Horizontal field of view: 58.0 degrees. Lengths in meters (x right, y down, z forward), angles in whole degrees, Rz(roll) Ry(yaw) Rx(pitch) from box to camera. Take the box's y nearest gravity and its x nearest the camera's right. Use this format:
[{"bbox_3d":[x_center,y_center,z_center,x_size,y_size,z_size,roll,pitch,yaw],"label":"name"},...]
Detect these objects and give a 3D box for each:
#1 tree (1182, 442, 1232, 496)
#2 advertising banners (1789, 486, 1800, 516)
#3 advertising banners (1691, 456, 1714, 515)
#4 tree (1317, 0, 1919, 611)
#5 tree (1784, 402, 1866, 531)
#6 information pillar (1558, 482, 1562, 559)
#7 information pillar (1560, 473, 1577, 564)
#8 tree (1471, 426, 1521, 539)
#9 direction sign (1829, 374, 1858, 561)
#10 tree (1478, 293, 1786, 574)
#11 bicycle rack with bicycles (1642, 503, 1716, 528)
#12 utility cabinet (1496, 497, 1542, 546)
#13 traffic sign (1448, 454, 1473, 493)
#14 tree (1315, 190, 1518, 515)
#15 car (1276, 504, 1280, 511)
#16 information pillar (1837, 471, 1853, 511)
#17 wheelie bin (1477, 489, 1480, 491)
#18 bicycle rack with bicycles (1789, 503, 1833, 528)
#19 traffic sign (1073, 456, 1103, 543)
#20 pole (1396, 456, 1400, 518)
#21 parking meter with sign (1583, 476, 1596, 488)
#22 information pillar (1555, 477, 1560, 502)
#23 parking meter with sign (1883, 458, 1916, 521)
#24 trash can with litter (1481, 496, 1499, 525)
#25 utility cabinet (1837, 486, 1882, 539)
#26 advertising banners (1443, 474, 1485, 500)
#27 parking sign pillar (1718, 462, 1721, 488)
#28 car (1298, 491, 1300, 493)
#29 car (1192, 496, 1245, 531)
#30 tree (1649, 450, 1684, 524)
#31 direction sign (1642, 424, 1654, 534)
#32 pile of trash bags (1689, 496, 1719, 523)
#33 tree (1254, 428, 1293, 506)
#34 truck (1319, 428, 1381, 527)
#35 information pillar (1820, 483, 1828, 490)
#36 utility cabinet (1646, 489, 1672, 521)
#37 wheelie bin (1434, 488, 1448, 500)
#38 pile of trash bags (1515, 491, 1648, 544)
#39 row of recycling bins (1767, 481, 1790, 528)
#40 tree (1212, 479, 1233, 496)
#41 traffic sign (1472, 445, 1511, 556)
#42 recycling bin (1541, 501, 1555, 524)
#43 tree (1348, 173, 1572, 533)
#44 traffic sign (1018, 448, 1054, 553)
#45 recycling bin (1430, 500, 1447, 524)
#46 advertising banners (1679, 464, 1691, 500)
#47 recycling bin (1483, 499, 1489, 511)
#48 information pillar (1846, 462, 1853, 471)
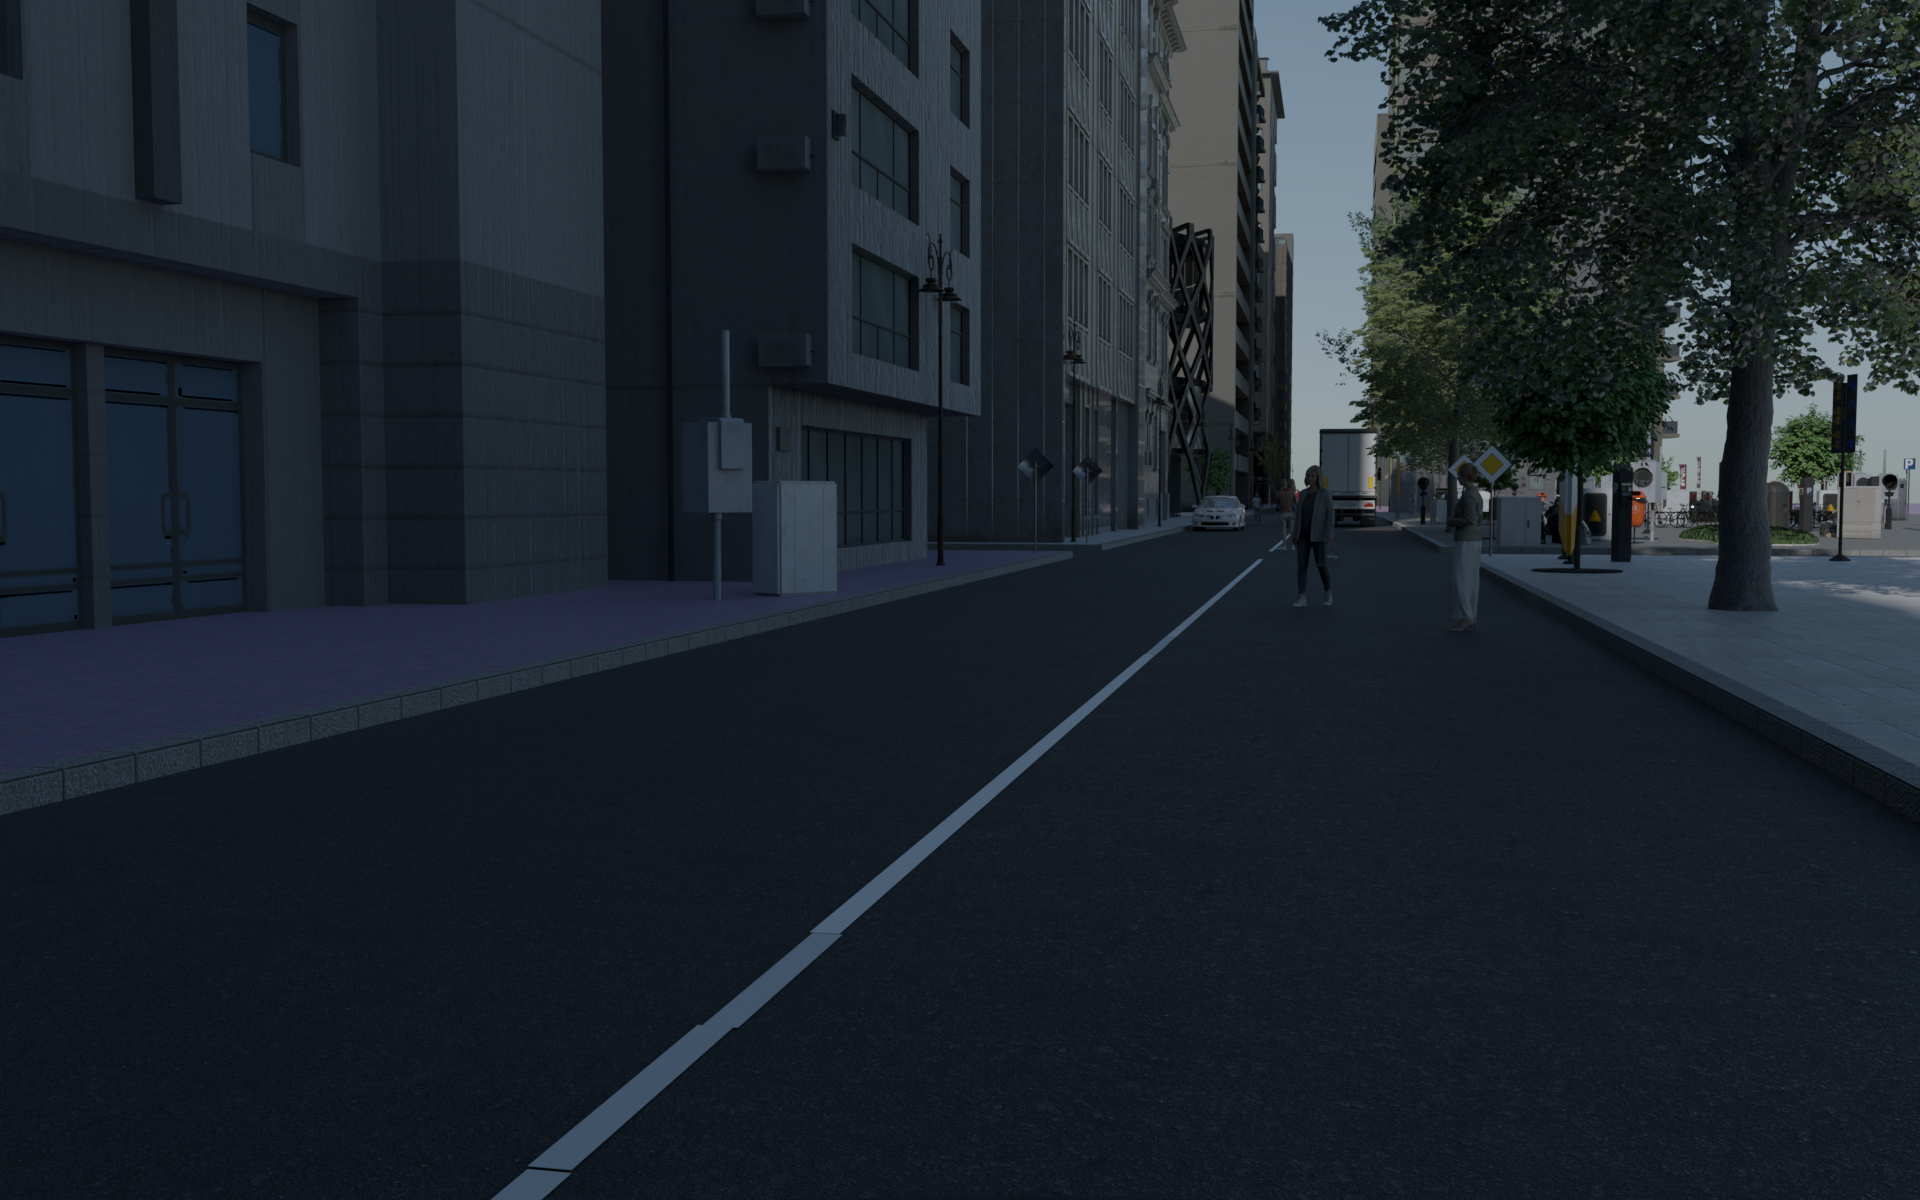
[{"bbox_3d":[15.384,-7.557,107.266,4.285,4.588,4.351,0,3,0],"label":"tree"},{"bbox_3d":[40.496,-5.416,84.732,0.090,3.025,2.074,-2,4,-32],"label":"advertising banners"},{"bbox_3d":[34.980,-5.210,81.372,0.090,3.025,2.074,3,5,45],"label":"advertising banners"},{"bbox_3d":[8.813,-6.866,18.914,9.857,13.997,8.962,0,3,0],"label":"tree"},{"bbox_3d":[29.956,-4.735,61.131,4.285,4.588,4.351,0,3,0],"label":"tree"},{"bbox_3d":[11.880,-2.608,33.990,0.183,3.616,0.504,0,4,6],"label":"information pillar"},{"bbox_3d":[11.261,-2.468,31.712,0.183,3.616,0.504,3,5,40],"label":"information pillar"},{"bbox_3d":[15.112,-3.350,49.371,1.663,3.219,1.824,0,3,0],"label":"tree"},{"bbox_3d":[16.854,-2.512,33.072,0.379,3.537,0.876,0,4,1],"label":"direction sign"},{"bbox_3d":[10.130,-2.738,28.479,4.285,4.588,4.351,0,3,0],"label":"tree"},{"bbox_3d":[27.488,-3.217,65.981,2.852,0.926,2.925,-2,4,-27],"label":"bicycle rack with bicycles"},{"bbox_3d":[13.806,-1.934,42.787,1.020,1.237,0.306,0,4,0],"label":"utility cabinet"},{"bbox_3d":[12.611,-2.431,43.386,0.795,2.450,0.064,1,4,12],"label":"traffic sign"},{"bbox_3d":[28.013,-15.216,104.677,12.611,20.169,13.585,0,3,0],"label":"tree"},{"bbox_3d":[28.037,-8.492,148.436,1.945,1.707,3.694,1,4,14],"label":"car"},{"bbox_3d":[28.442,-3.131,55.685,0.304,2.012,0.304,-1,4,-15],"label":"information pillar"},{"bbox_3d":[33.972,-6.521,114.521,0.980,1.594,0.693,0,4,6],"label":"wheelie bin"},{"bbox_3d":[35.135,-3.601,72.263,2.852,0.926,2.925,1,4,22],"label":"bicycle rack with bicycles"},{"bbox_3d":[3.338,-2.555,45.420,0.795,2.450,0.064,1,4,12],"label":"traffic sign"},{"bbox_3d":[23.350,-6.024,92.343,0.158,3.312,0.155,0,3,0],"label":"pole"},{"bbox_3d":[27.187,-4.825,75.153,1.738,3.016,0.543,2,4,31],"label":"parking meter with sign"},{"bbox_3d":[25.735,-4.269,74.290,0.304,2.012,0.304,3,5,44],"label":"information pillar"},{"bbox_3d":[45.535,-5.369,84.048,1.738,3.016,0.543,-2,4,-29],"label":"parking meter with sign"},{"bbox_3d":[21.777,-3.716,71.822,2.233,1.210,1.678,1,4,12],"label":"trash can with litter"},{"bbox_3d":[25.756,-2.504,49.619,0.318,1.500,1.173,-2,4,-26],"label":"utility cabinet"},{"bbox_3d":[22.182,-4.872,75.848,2.074,3.025,0.090,0,4,-2],"label":"advertising banners"},{"bbox_3d":[44.838,-6.865,100.709,1.447,3.967,1.447,-3,5,-41],"label":"parking sign pillar"},{"bbox_3d":[40.305,-11.852,202.447,2.281,1.827,5.304,1,4,11],"label":"car"},{"bbox_3d":[10.290,-3.445,68.693,2.083,1.381,4.827,1,4,13],"label":"car"},{"bbox_3d":[30.650,-4.972,75.893,1.663,3.219,1.824,0,3,0],"label":"tree"},{"bbox_3d":[22.312,-3.919,56.079,0.379,3.537,0.876,1,4,8],"label":"direction sign"},{"bbox_3d":[37.960,-4.705,86.672,3.447,1.369,1.912,2,4,23],"label":"pile of trash bags"},{"bbox_3d":[34.933,-14.894,193.879,4.737,8.622,4.395,0,3,0],"label":"tree"},{"bbox_3d":[17.881,-5.536,79.431,2.839,4.237,11.283,1,4,13],"label":"truck"},{"bbox_3d":[55.486,-6.531,111.274,0.304,2.012,0.304,-2,4,-28],"label":"information pillar"},{"bbox_3d":[33.126,-4.489,82.080,0.318,1.500,1.173,-2,4,-32],"label":"utility cabinet"},{"bbox_3d":[24.950,-4.998,89.627,0.980,1.594,0.693,2,4,34],"label":"wheelie bin"},{"bbox_3d":[15.961,-2.147,44.859,3.447,1.369,1.912,2,4,24],"label":"pile of trash bags"},{"bbox_3d":[26.310,-3.057,57.099,1.069,1.692,3.534,0,4,5],"label":"row of recycling bins"},{"bbox_3d":[17.777,-7.549,118.022,1.663,3.219,1.824,0,3,0],"label":"tree"},{"bbox_3d":[10.911,-1.954,35.583,0.795,2.450,0.064,1,4,12],"label":"traffic sign"},{"bbox_3d":[21.091,-3.068,62.722,0.722,1.027,0.722,-3,5,-44],"label":"recycling bin"},{"bbox_3d":[16.792,-8.506,57.203,7.486,12.596,7.792,0,3,0],"label":"tree"},{"bbox_3d":[1.638,-2.078,37.617,0.795,2.450,0.064,1,4,12],"label":"traffic sign"},{"bbox_3d":[20.929,-3.843,75.385,0.722,1.027,0.722,0,4,-6],"label":"recycling bin"},{"bbox_3d":[42.914,-6.428,101.283,2.074,3.025,0.090,-1,4,-12],"label":"advertising banners"},{"bbox_3d":[27.086,-4.661,88.757,0.722,1.027,0.722,0,4,3],"label":"recycling bin"},{"bbox_3d":[41.498,-5.484,81.019,0.504,3.616,0.183,0,4,5],"label":"information pillar"}]
